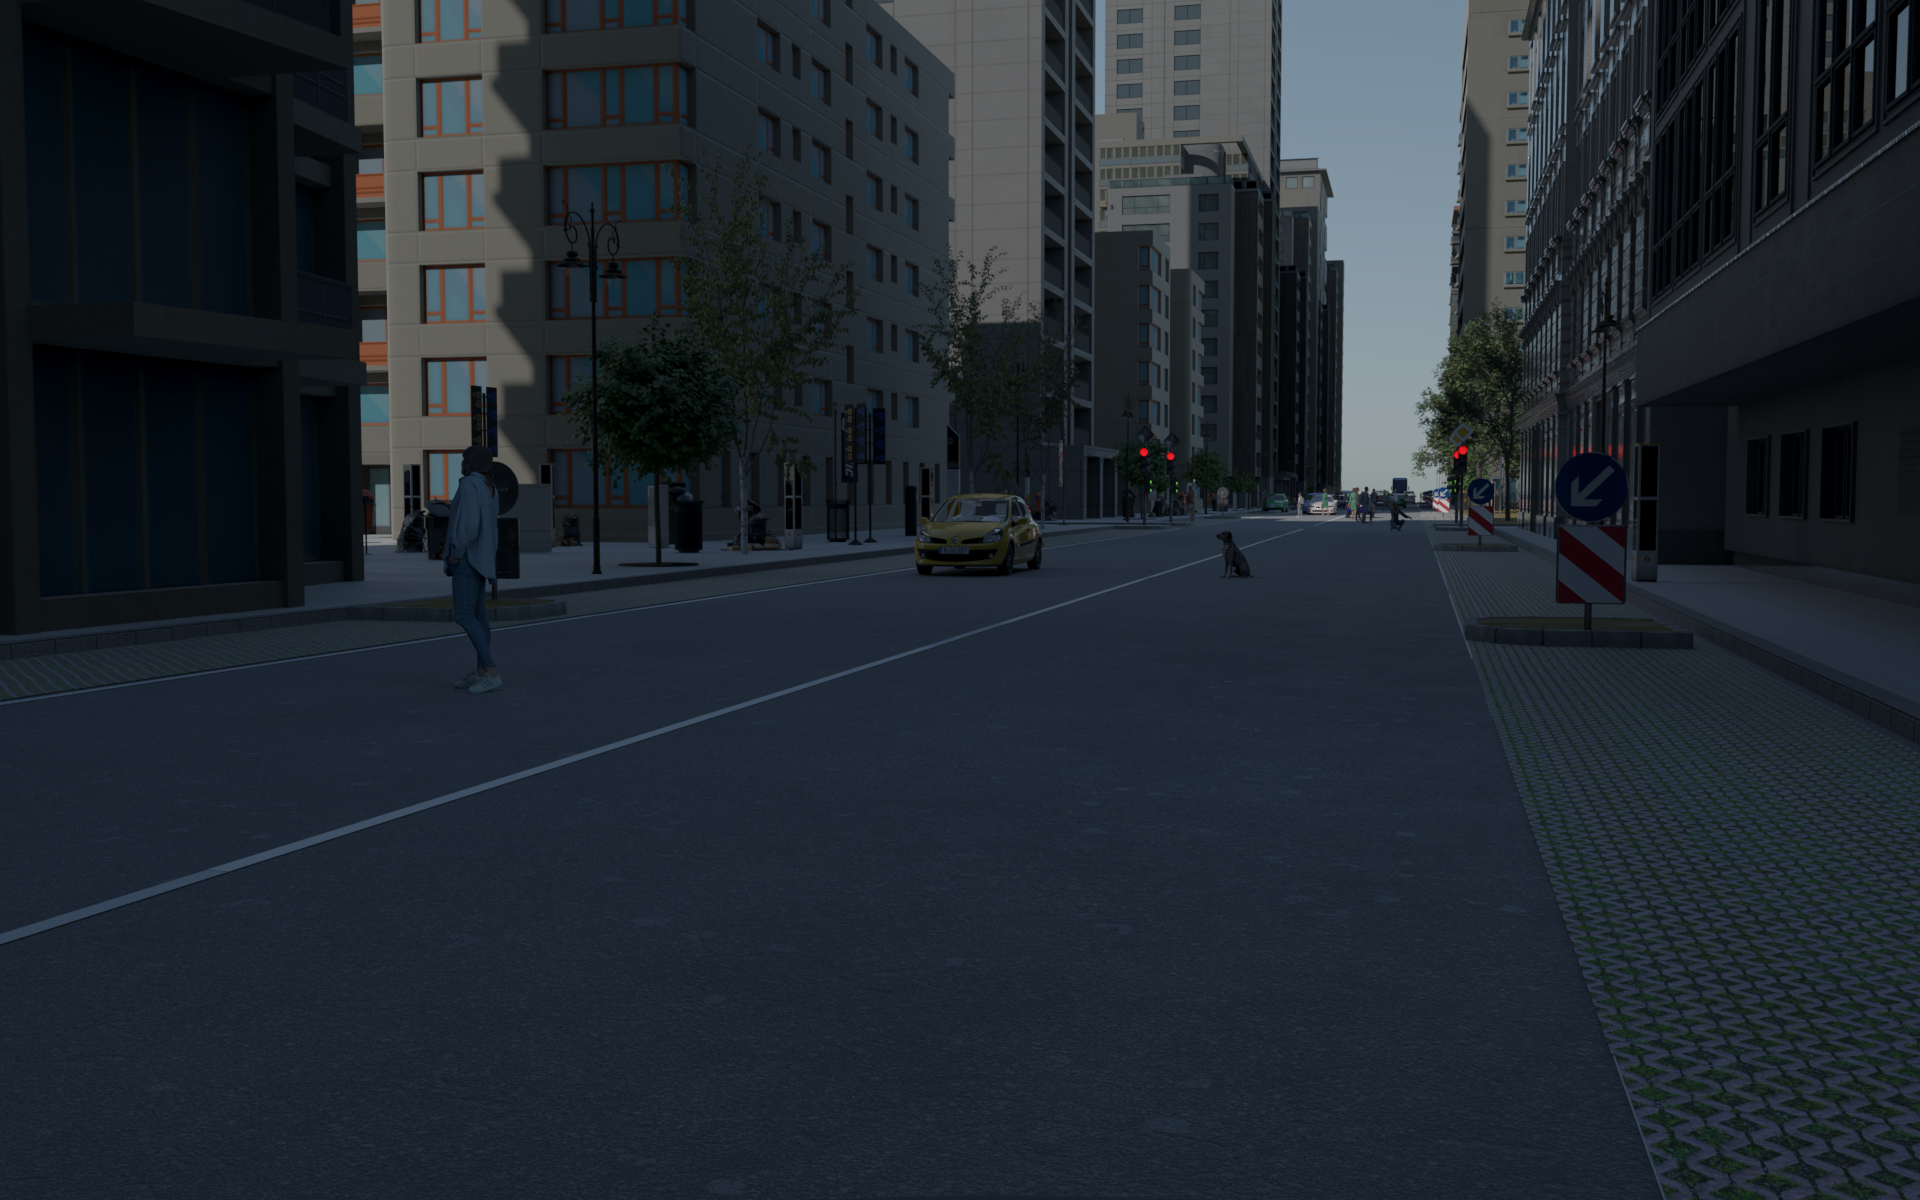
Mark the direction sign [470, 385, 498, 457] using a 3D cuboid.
[{"bbox_3d":[-10.004,-2.721,36.491,0.379,3.537,0.876,1,4,20],"label":"direction sign"}]

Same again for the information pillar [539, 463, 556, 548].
[{"bbox_3d":[-9.872,-2.260,41.448,0.304,2.012,0.304,0,4,-2],"label":"information pillar"}]

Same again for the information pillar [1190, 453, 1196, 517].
[{"bbox_3d":[13.392,-6.586,99.036,0.183,3.616,0.504,1,4,8],"label":"information pillar"}]

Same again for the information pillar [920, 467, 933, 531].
[{"bbox_3d":[-0.918,-2.660,47.989,0.304,2.012,0.304,1,4,13],"label":"information pillar"}]

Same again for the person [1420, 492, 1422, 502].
[{"bbox_3d":[75.687,-16.814,284.084,0.721,1.739,1.217,-1,4,-9],"label":"person"}]

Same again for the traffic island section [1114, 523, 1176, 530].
[{"bbox_3d":[7.524,-2.969,70.827,2.009,0.180,2.903,1,4,15],"label":"traffic island section"}]

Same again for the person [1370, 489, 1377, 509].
[{"bbox_3d":[30.981,-7.451,130.123,0.655,1.846,0.447,-2,4,-34],"label":"person"}]

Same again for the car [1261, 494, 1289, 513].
[{"bbox_3d":[24.502,-7.698,134.666,1.959,1.807,4.718,1,4,16],"label":"car"}]

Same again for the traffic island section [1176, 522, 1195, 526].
[{"bbox_3d":[9.548,-3.442,78.552,2.009,0.180,2.903,1,4,15],"label":"traffic island section"}]

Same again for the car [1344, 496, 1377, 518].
[{"bbox_3d":[24.149,-5.623,104.521,1.945,1.354,3.894,1,4,13],"label":"car"}]

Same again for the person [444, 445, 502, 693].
[{"bbox_3d":[-3.557,-0.243,12.744,0.793,1.790,0.793,-2,4,-33],"label":"person"}]

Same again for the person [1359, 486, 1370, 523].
[{"bbox_3d":[19.975,-4.698,85.407,0.391,1.810,0.635,3,5,44],"label":"person"}]

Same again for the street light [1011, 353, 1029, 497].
[{"bbox_3d":[1.902,-5.147,56.948,0.468,5.910,1.993,1,4,15],"label":"street light"}]

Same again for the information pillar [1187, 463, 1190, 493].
[{"bbox_3d":[16.400,-8.086,123.568,0.504,3.616,0.183,-1,4,-21],"label":"information pillar"}]

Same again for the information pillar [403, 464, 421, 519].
[{"bbox_3d":[-13.440,-2.326,42.515,0.304,2.012,0.304,2,4,33],"label":"information pillar"}]

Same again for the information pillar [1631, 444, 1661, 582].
[{"bbox_3d":[10.028,-1.274,25.324,0.304,2.012,0.304,0,4,8],"label":"information pillar"}]

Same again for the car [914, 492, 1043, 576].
[{"bbox_3d":[0.369,-1.321,31.824,2.015,1.641,3.980,1,4,14],"label":"car"}]

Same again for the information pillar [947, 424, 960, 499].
[{"bbox_3d":[-0.228,-4.086,58.158,0.504,3.616,0.183,2,4,32],"label":"information pillar"}]

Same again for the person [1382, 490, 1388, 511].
[{"bbox_3d":[35.431,-8.292,144.262,0.526,1.800,0.537,1,4,10],"label":"person"}]

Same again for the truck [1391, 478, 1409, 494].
[{"bbox_3d":[70.695,-17.688,278.956,2.967,4.110,18.799,1,4,16],"label":"truck"}]

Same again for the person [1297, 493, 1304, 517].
[{"bbox_3d":[20.879,-5.828,106.387,0.523,1.515,0.503,1,4,10],"label":"person"}]

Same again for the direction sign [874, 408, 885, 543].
[{"bbox_3d":[-2.368,-3.278,45.589,0.876,3.537,0.379,-2,4,-27],"label":"direction sign"}]

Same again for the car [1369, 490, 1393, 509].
[{"bbox_3d":[40.734,-9.720,167.599,2.281,1.827,5.304,1,4,15],"label":"car"}]

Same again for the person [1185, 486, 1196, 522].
[{"bbox_3d":[10.798,-4.444,81.139,0.573,1.828,0.580,-1,4,-10],"label":"person"}]

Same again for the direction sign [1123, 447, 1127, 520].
[{"bbox_3d":[8.092,-5.643,84.263,0.379,3.537,0.876,0,4,1],"label":"direction sign"}]

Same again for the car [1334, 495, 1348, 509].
[{"bbox_3d":[36.660,-9.505,167.980,1.945,1.354,3.894,1,4,16],"label":"car"}]

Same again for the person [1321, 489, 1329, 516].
[{"bbox_3d":[24.147,-6.467,114.485,0.529,1.795,0.600,2,4,25],"label":"person"}]

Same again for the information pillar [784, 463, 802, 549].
[{"bbox_3d":[-3.888,-2.197,40.420,0.304,2.012,0.304,2,4,35],"label":"information pillar"}]

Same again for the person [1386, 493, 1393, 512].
[{"bbox_3d":[35.304,-8.023,142.270,0.503,1.515,0.523,-3,5,-39],"label":"person"}]

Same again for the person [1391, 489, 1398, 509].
[{"bbox_3d":[36.420,-8.361,145.084,0.818,1.842,0.514,0,4,-2],"label":"person"}]

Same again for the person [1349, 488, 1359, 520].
[{"bbox_3d":[22.100,-5.406,97.141,0.600,1.795,0.529,1,4,10],"label":"person"}]

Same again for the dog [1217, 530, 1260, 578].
[{"bbox_3d":[4.831,-0.786,29.688,0.800,0.831,0.513,1,4,18],"label":"dog"}]

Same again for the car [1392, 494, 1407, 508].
[{"bbox_3d":[44.033,-10.132,174.452,1.959,1.807,4.718,1,4,15],"label":"car"}]

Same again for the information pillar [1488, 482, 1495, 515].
[{"bbox_3d":[32.147,-6.134,104.776,0.304,2.012,0.304,-2,4,-33],"label":"information pillar"}]

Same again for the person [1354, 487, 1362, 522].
[{"bbox_3d":[20.769,-4.970,90.034,0.573,1.790,0.520,0,4,-4],"label":"person"}]

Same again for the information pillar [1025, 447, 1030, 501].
[{"bbox_3d":[3.299,-5.737,85.150,0.183,3.616,0.504,-1,4,-15],"label":"information pillar"}]

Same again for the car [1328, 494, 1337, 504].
[{"bbox_3d":[33.128,-8.840,156.534,2.014,1.417,4.499,1,4,16],"label":"car"}]

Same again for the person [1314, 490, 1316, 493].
[{"bbox_3d":[29.589,-8.318,144.692,0.606,1.804,0.583,-1,4,-20],"label":"person"}]

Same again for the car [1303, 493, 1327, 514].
[{"bbox_3d":[25.945,-7.152,126.529,1.945,1.707,3.694,1,4,13],"label":"car"}]

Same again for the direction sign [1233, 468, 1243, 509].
[{"bbox_3d":[23.932,-9.617,149.229,0.876,3.537,0.379,2,4,27],"label":"direction sign"}]

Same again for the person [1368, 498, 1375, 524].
[{"bbox_3d":[19.783,-4.291,83.337,0.352,1.250,0.332,2,4,27],"label":"person"}]

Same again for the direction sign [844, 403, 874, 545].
[{"bbox_3d":[-2.631,-3.151,43.513,0.379,3.537,0.876,-3,5,-39],"label":"direction sign"}]

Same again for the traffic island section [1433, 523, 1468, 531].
[{"bbox_3d":[21.632,-3.248,75.392,2.009,0.180,2.903,1,4,15],"label":"traffic island section"}]

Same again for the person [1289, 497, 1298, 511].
[{"bbox_3d":[28.401,-8.137,147.031,0.738,1.151,1.012,-2,4,-30],"label":"person"}]

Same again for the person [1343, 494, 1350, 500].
[{"bbox_3d":[34.338,-8.671,153.455,0.628,1.438,0.799,2,4,26],"label":"person"}]

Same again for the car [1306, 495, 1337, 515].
[{"bbox_3d":[24.799,-6.499,118.612,2.083,1.381,4.827,1,4,15],"label":"car"}]

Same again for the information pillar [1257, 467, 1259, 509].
[{"bbox_3d":[25.413,-9.554,147.567,0.183,3.616,0.504,1,4,9],"label":"information pillar"}]
